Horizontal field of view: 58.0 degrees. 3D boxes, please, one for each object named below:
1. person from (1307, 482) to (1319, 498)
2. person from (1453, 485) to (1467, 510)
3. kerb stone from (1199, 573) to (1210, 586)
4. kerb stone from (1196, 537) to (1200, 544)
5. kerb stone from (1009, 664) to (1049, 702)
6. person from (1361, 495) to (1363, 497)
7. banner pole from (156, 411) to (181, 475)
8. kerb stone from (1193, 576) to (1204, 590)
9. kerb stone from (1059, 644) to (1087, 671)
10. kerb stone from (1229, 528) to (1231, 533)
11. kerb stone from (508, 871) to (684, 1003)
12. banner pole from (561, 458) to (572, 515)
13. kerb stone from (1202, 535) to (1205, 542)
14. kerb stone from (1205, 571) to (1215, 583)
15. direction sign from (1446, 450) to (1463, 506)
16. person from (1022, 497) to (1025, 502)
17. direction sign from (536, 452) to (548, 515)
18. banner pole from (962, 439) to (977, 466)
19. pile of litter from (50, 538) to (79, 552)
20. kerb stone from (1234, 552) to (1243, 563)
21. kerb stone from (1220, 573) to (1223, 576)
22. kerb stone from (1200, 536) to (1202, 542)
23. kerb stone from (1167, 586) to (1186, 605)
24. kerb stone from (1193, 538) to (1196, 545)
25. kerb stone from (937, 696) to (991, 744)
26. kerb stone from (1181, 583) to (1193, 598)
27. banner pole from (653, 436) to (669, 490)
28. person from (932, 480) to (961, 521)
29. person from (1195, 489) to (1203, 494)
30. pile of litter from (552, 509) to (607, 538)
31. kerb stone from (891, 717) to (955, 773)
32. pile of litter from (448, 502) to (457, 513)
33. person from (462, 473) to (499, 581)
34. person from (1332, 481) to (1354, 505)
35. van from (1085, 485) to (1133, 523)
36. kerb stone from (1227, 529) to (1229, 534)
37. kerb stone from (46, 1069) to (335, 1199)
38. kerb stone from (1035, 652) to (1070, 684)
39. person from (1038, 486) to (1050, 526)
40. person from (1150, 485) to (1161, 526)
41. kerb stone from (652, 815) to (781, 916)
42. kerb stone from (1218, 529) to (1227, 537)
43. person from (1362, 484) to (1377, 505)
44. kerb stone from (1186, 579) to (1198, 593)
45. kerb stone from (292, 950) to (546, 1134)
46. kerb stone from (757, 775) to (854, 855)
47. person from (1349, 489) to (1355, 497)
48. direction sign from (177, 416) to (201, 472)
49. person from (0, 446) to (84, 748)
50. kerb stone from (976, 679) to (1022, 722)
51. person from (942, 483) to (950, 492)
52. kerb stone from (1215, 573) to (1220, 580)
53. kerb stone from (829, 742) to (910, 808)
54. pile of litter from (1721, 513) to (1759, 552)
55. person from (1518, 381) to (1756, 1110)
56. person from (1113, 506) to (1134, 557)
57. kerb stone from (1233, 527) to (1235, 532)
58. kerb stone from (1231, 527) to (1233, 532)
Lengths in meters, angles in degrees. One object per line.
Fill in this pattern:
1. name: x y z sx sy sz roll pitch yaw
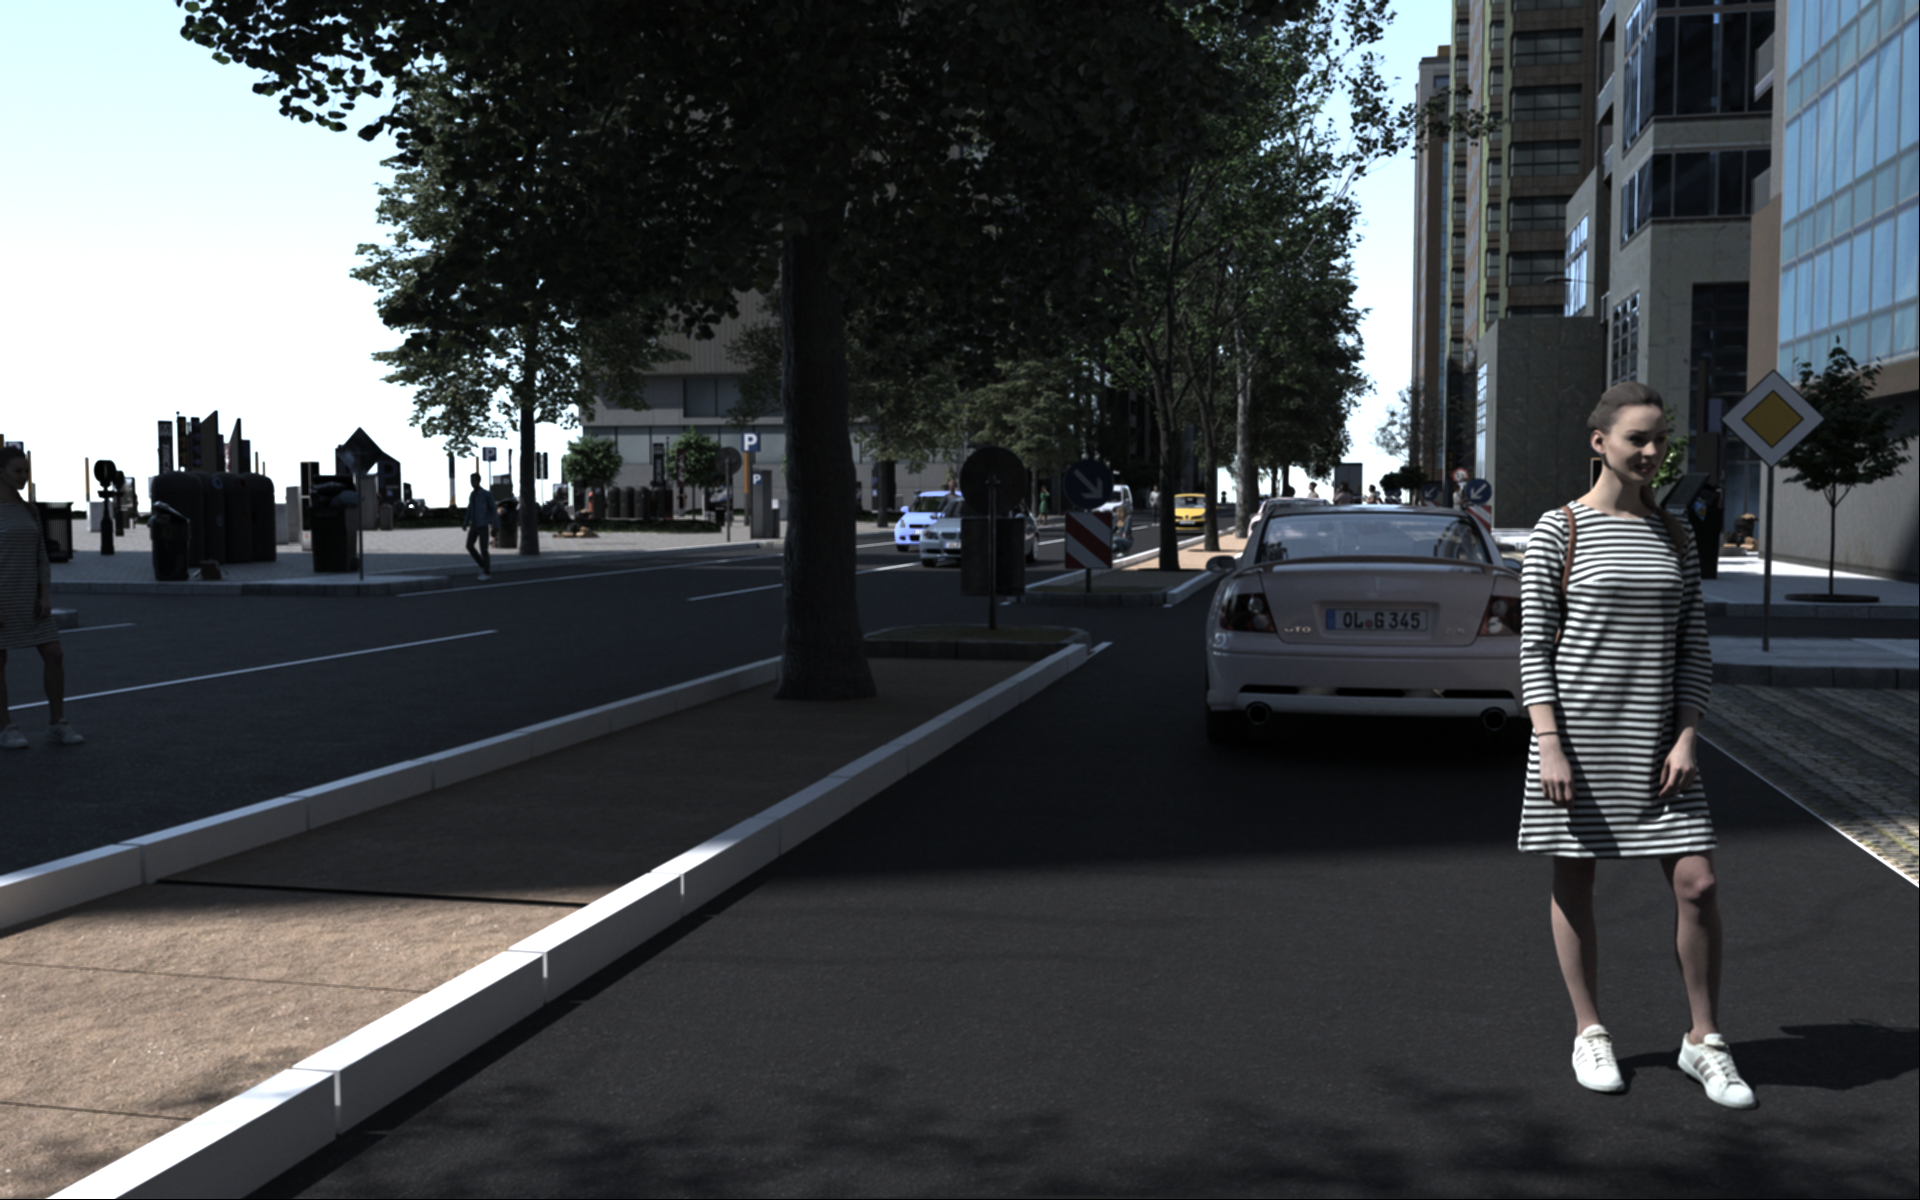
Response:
1. person: 9.850 -2.445 48.813 0.374 1.781 0.599 -2 4 -31
2. person: 16.916 -3.030 58.616 0.524 1.755 0.480 0 4 2
3. kerb stone: 3.743 -0.290 26.937 0.120 0.150 1.000 1 4 13
4. kerb stone: 6.655 -1.659 49.373 0.120 0.150 1.000 1 4 13
5. kerb stone: 0.472 0.601 12.365 0.120 0.150 1.000 1 4 13
6. person: 56.991 -14.517 246.648 0.742 1.727 0.445 -1 4 -19
7. banner pole: -23.626 -3.786 51.921 0.401 3.779 0.863 3 5 39
8. kerb stone: 3.516 -0.229 25.932 0.120 0.150 1.000 1 4 13
9. kerb stone: 0.918 0.482 14.371 0.120 0.150 1.000 1 4 13
10. kerb stone: 9.578 -2.458 62.378 0.120 0.150 1.000 1 4 13
11. kerb stone: -1.109 1.031 5.369 0.120 0.150 1.000 1 4 13
12. banner pole: -23.959 -7.073 105.666 0.863 3.779 0.401 -3 4 -36
13. kerb stone: 7.097 -1.780 51.374 0.120 0.150 1.000 1 4 13
14. kerb stone: 3.975 -0.347 27.937 0.120 0.150 1.000 1 4 13
15. direction sign: 25.432 -5.940 89.108 0.876 3.537 0.379 -1 4 -8
16. person: 2.727 -4.252 78.566 0.519 1.759 0.362 -1 4 -14
17. direction sign: -22.412 -6.173 92.922 0.379 3.537 0.876 2 4 32
18. banner pole: 0.361 -5.415 78.556 0.863 3.779 0.401 1 4 12
19. pile of litter: -20.441 -1.488 38.294 1.719 0.858 1.176 -1 4 -22
20. kerb stone: 5.995 -0.901 36.925 0.120 0.150 1.000 1 4 13
21. kerb stone: 4.417 -0.473 29.938 0.120 0.150 1.000 1 4 13
22. kerb stone: 6.874 -1.724 50.376 0.120 0.150 1.000 1 4 13
23. kerb stone: 2.847 -0.045 22.926 0.120 0.150 1.000 1 4 13
24. kerb stone: 6.424 -1.596 48.372 0.120 0.150 1.000 1 4 13
25. kerb stone: 0.013 0.724 10.362 0.120 0.150 1.000 1 4 13
26. kerb stone: 3.076 -0.103 23.930 0.120 0.150 1.000 1 4 13
27. banner pole: -12.881 -5.199 75.013 0.863 3.779 0.401 -1 4 -12
28. person: -0.342 -1.824 38.997 0.731 1.740 0.598 -3 5 -39
29. person: 15.003 -6.091 108.894 0.742 1.727 0.445 3 4 36
30. pile of litter: -11.240 -2.268 51.046 1.719 0.858 1.176 3 4 37
31. kerb stone: -0.209 0.785 9.364 0.120 0.150 1.000 1 4 13
32. pile of litter: -26.002 -4.527 87.976 1.176 0.858 1.719 -1 4 -12
33. person: -7.958 -1.221 28.804 0.601 1.785 0.444 2 4 35
34. person: 9.515 -2.047 42.552 0.593 1.750 0.643 -2 4 -28
35. van: 6.592 -4.248 76.466 2.013 2.044 4.112 1 4 13
36. kerb stone: 9.350 -2.396 61.378 0.120 0.150 1.000 1 4 13
37. kerb stone: -1.555 1.153 3.369 0.120 0.150 1.000 1 4 13
38. kerb stone: 0.689 0.540 13.371 0.120 0.150 1.000 1 4 13
39. person: 3.758 -4.236 78.004 0.529 1.795 0.600 -1 4 -12
40. person: 8.805 -4.222 77.379 0.661 1.843 0.795 2 4 25
41. kerb stone: -0.884 0.968 6.366 0.120 0.150 1.000 1 4 13
42. kerb stone: 9.124 -2.335 60.375 0.120 0.150 1.000 1 4 13
43. person: 14.573 -3.232 61.697 0.532 1.782 0.716 1 4 11
44. kerb stone: 3.289 -0.167 24.930 0.120 0.150 1.000 1 4 13
45. kerb stone: -1.334 1.095 4.371 0.120 0.150 1.000 1 4 13
46. kerb stone: -0.659 0.909 7.363 0.120 0.150 1.000 1 4 13
47. person: 24.555 -6.122 109.320 0.721 1.743 1.217 -2 4 -32
48. direction sign: -22.485 -3.583 50.573 0.379 3.537 0.876 1 4 19
49. person: -5.372 -0.020 9.828 0.522 1.701 0.512 1 4 23
50. kerb stone: 0.239 0.663 11.360 0.120 0.150 1.000 1 4 13
51. person: -0.372 -2.940 56.745 0.590 1.801 0.661 0 4 -6
52. kerb stone: 4.200 -0.408 28.934 0.120 0.150 1.000 1 4 13
53. kerb stone: -0.438 0.846 8.363 0.120 0.150 1.000 1 4 13
54. pile of litter: 17.557 -1.526 38.913 1.176 0.858 1.719 -2 4 -29
55. person: 1.603 0.323 4.215 0.512 1.701 0.522 0 4 -5
56. person: 3.660 -1.566 39.610 0.738 1.151 1.012 -1 4 -19
57. kerb stone: 10.026 -2.576 64.388 0.120 0.150 1.000 1 4 13
58. kerb stone: 9.803 -2.520 63.391 0.120 0.150 1.000 1 4 13
